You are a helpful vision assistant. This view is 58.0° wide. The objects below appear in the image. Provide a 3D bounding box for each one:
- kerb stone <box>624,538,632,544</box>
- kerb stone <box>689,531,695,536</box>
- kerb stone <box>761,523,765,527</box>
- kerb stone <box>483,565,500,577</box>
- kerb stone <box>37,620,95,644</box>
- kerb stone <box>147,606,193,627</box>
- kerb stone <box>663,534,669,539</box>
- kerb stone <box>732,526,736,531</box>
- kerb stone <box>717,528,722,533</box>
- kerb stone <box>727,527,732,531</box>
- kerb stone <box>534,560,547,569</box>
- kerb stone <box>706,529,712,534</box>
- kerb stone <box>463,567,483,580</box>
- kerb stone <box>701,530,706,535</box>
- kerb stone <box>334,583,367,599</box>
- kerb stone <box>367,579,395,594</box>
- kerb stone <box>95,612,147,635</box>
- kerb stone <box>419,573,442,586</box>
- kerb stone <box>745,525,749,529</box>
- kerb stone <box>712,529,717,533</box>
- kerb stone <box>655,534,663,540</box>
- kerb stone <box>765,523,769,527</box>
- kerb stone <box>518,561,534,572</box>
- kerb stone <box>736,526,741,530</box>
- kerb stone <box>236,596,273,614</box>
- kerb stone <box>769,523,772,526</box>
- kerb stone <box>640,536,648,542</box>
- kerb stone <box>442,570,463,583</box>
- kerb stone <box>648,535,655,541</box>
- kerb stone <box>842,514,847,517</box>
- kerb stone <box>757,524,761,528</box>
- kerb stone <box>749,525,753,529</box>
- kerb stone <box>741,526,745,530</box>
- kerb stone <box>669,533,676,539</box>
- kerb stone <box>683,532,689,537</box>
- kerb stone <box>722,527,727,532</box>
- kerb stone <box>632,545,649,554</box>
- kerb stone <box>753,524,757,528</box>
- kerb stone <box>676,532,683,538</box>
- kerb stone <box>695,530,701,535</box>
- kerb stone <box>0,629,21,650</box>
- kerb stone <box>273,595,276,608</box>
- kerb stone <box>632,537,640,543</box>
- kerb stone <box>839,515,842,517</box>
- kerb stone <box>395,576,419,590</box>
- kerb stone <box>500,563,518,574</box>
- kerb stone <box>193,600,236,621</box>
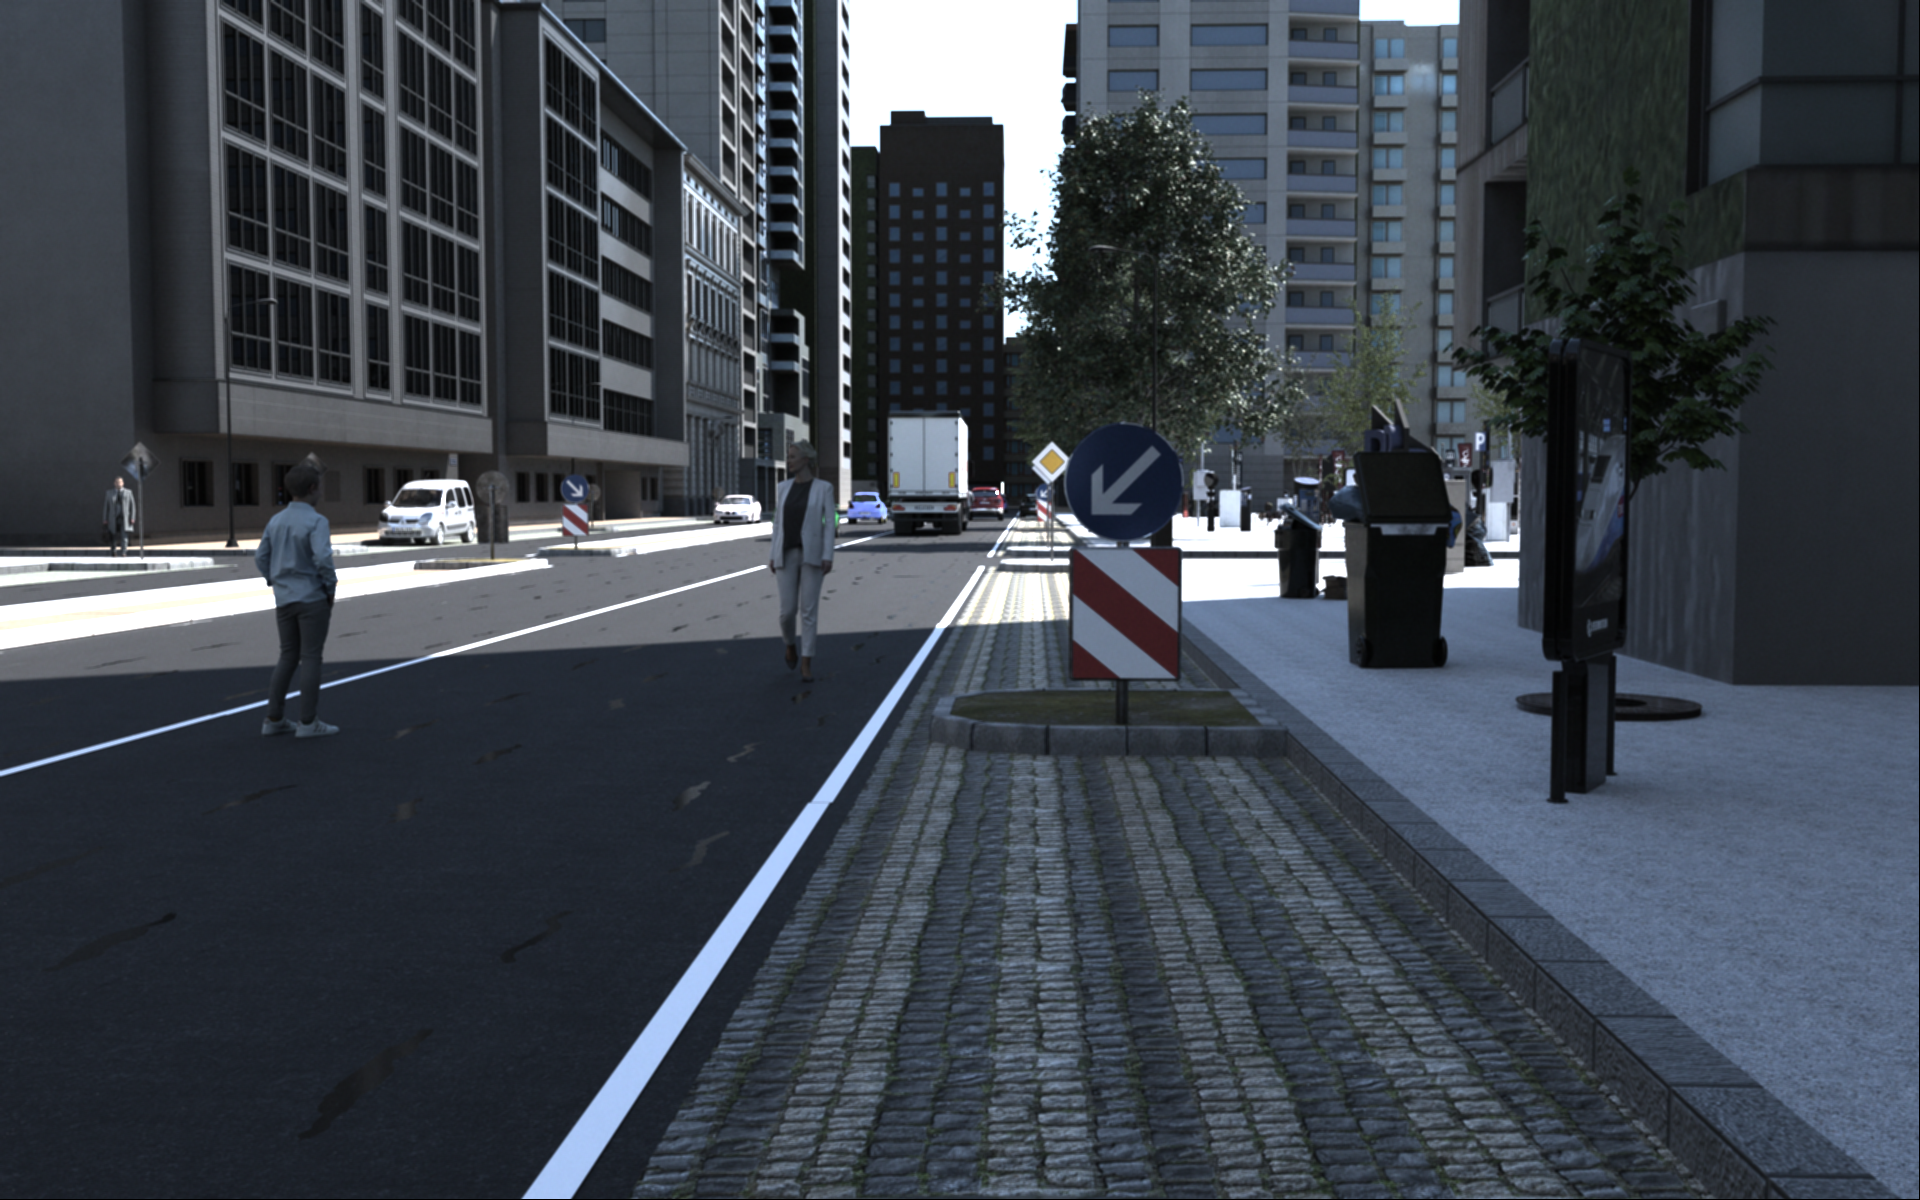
[{"bbox_3d":[-9.609,-1.666,49.435,0.120,0.150,1.000,0,4,2],"label":"kerb stone"},{"bbox_3d":[-9.225,-2.231,58.671,0.120,0.150,1.000,0,4,2],"label":"kerb stone"},{"bbox_3d":[-8.594,-3.164,74.048,0.120,0.150,1.000,0,4,2],"label":"kerb stone"},{"bbox_3d":[-8.304,-0.497,30.327,0.120,0.150,1.000,0,4,2],"label":"kerb stone"},{"bbox_3d":[-8.855,0.317,17.007,0.120,0.150,1.000,0,4,2],"label":"kerb stone"},{"bbox_3d":[-8.773,0.192,19.059,0.120,0.150,1.000,0,4,2],"label":"kerb stone"},{"bbox_3d":[-9.400,-1.980,54.566,0.120,0.150,1.000,0,4,2],"label":"kerb stone"},{"bbox_3d":[-8.890,-2.733,66.882,0.120,0.150,1.000,0,4,2],"label":"kerb stone"},{"bbox_3d":[-9.012,-2.545,63.800,0.120,0.150,1.000,0,4,2],"label":"kerb stone"},{"bbox_3d":[-8.925,-2.664,65.844,0.120,0.150,1.000,0,4,2],"label":"kerb stone"},{"bbox_3d":[-8.167,-0.685,33.428,0.120,0.150,1.000,0,4,2],"label":"kerb stone"},{"bbox_3d":[-9.098,-2.415,61.757,0.120,0.150,1.000,0,4,2],"label":"kerb stone"},{"bbox_3d":[-8.340,-0.435,29.305,0.120,0.150,1.000,0,4,2],"label":"kerb stone"},{"bbox_3d":[-9.148,-2.357,60.735,0.120,0.150,1.000,0,4,2],"label":"kerb stone"},{"bbox_3d":[-8.558,-0.114,24.173,0.120,0.150,1.000,0,4,2],"label":"kerb stone"},{"bbox_3d":[-8.508,-0.180,25.199,0.120,0.150,1.000,0,4,2],"label":"kerb stone"},{"bbox_3d":[-8.810,0.259,18.038,0.120,0.150,1.000,0,4,2],"label":"kerb stone"},{"bbox_3d":[-8.424,-0.310,27.257,0.120,0.150,1.000,0,4,2],"label":"kerb stone"},{"bbox_3d":[-8.760,-2.921,69.950,0.120,0.150,1.000,0,4,2],"label":"kerb stone"},{"bbox_3d":[-9.051,-2.482,62.778,0.120,0.150,1.000,0,4,2],"label":"kerb stone"},{"bbox_3d":[-9.440,-1.917,53.545,0.120,0.150,1.000,0,4,2],"label":"kerb stone"},{"bbox_3d":[-8.543,-3.235,75.080,0.120,0.150,1.000,0,4,2],"label":"kerb stone"},{"bbox_3d":[-8.214,-0.624,32.395,0.120,0.150,1.000,0,4,2],"label":"kerb stone"},{"bbox_3d":[-8.838,-2.796,67.903,0.120,0.150,1.000,0,4,2],"label":"kerb stone"},{"bbox_3d":[-8.679,0.066,21.109,0.120,0.150,1.000,0,4,2],"label":"kerb stone"},{"bbox_3d":[-8.502,-3.290,76.102,0.120,0.150,1.000,0,4,2],"label":"kerb stone"},{"bbox_3d":[-9.519,-1.792,51.487,0.120,0.150,1.000,0,4,2],"label":"kerb stone"},{"bbox_3d":[-8.380,-0.372,28.284,0.120,0.150,1.000,0,4,2],"label":"kerb stone"},{"bbox_3d":[-9.482,-1.853,52.509,0.120,0.150,1.000,0,4,2],"label":"kerb stone"},{"bbox_3d":[-7.224,-5.178,106.851,0.120,0.150,1.000,0,4,2],"label":"kerb stone"},{"bbox_3d":[-8.627,-3.102,73.023,0.120,0.150,1.000,0,4,2],"label":"kerb stone"},{"bbox_3d":[-8.718,-2.982,70.972,0.120,0.150,1.000,0,4,2],"label":"kerb stone"},{"bbox_3d":[-8.801,-2.858,68.925,0.120,0.150,1.000,0,4,2],"label":"kerb stone"},{"bbox_3d":[-9.349,-2.042,55.587,0.120,0.150,1.000,0,4,2],"label":"kerb stone"},{"bbox_3d":[-9.265,-2.168,57.650,0.120,0.150,1.000,0,4,2],"label":"kerb stone"},{"bbox_3d":[-8.970,-2.607,64.822,0.120,0.150,1.000,0,4,2],"label":"kerb stone"},{"bbox_3d":[-7.803,-1.221,42.155,0.120,0.150,1.000,0,4,2],"label":"kerb stone"},{"bbox_3d":[-8.669,-3.044,71.993,0.120,0.150,1.000,0,4,2],"label":"kerb stone"},{"bbox_3d":[-9.311,-2.105,56.614,0.120,0.150,1.000,0,4,2],"label":"kerb stone"},{"bbox_3d":[-9.179,-2.288,59.701,0.120,0.150,1.000,0,4,2],"label":"kerb stone"},{"bbox_3d":[-8.892,0.380,15.985,0.120,0.150,1.000,0,4,2],"label":"kerb stone"},{"bbox_3d":[-8.642,0.008,22.130,0.120,0.150,1.000,0,4,2],"label":"kerb stone"},{"bbox_3d":[-9.561,-1.723,50.463,0.120,0.150,1.000,0,4,2],"label":"kerb stone"},{"bbox_3d":[-7.356,-4.987,103.782,0.120,0.150,1.000,0,4,2],"label":"kerb stone"},{"bbox_3d":[-8.463,-0.246,26.221,0.120,0.150,1.000,0,4,2],"label":"kerb stone"},{"bbox_3d":[-8.260,-0.561,31.365,0.120,0.150,1.000,0,4,2],"label":"kerb stone"},{"bbox_3d":[-8.719,0.131,20.080,0.120,0.150,1.000,0,4,2],"label":"kerb stone"}]
